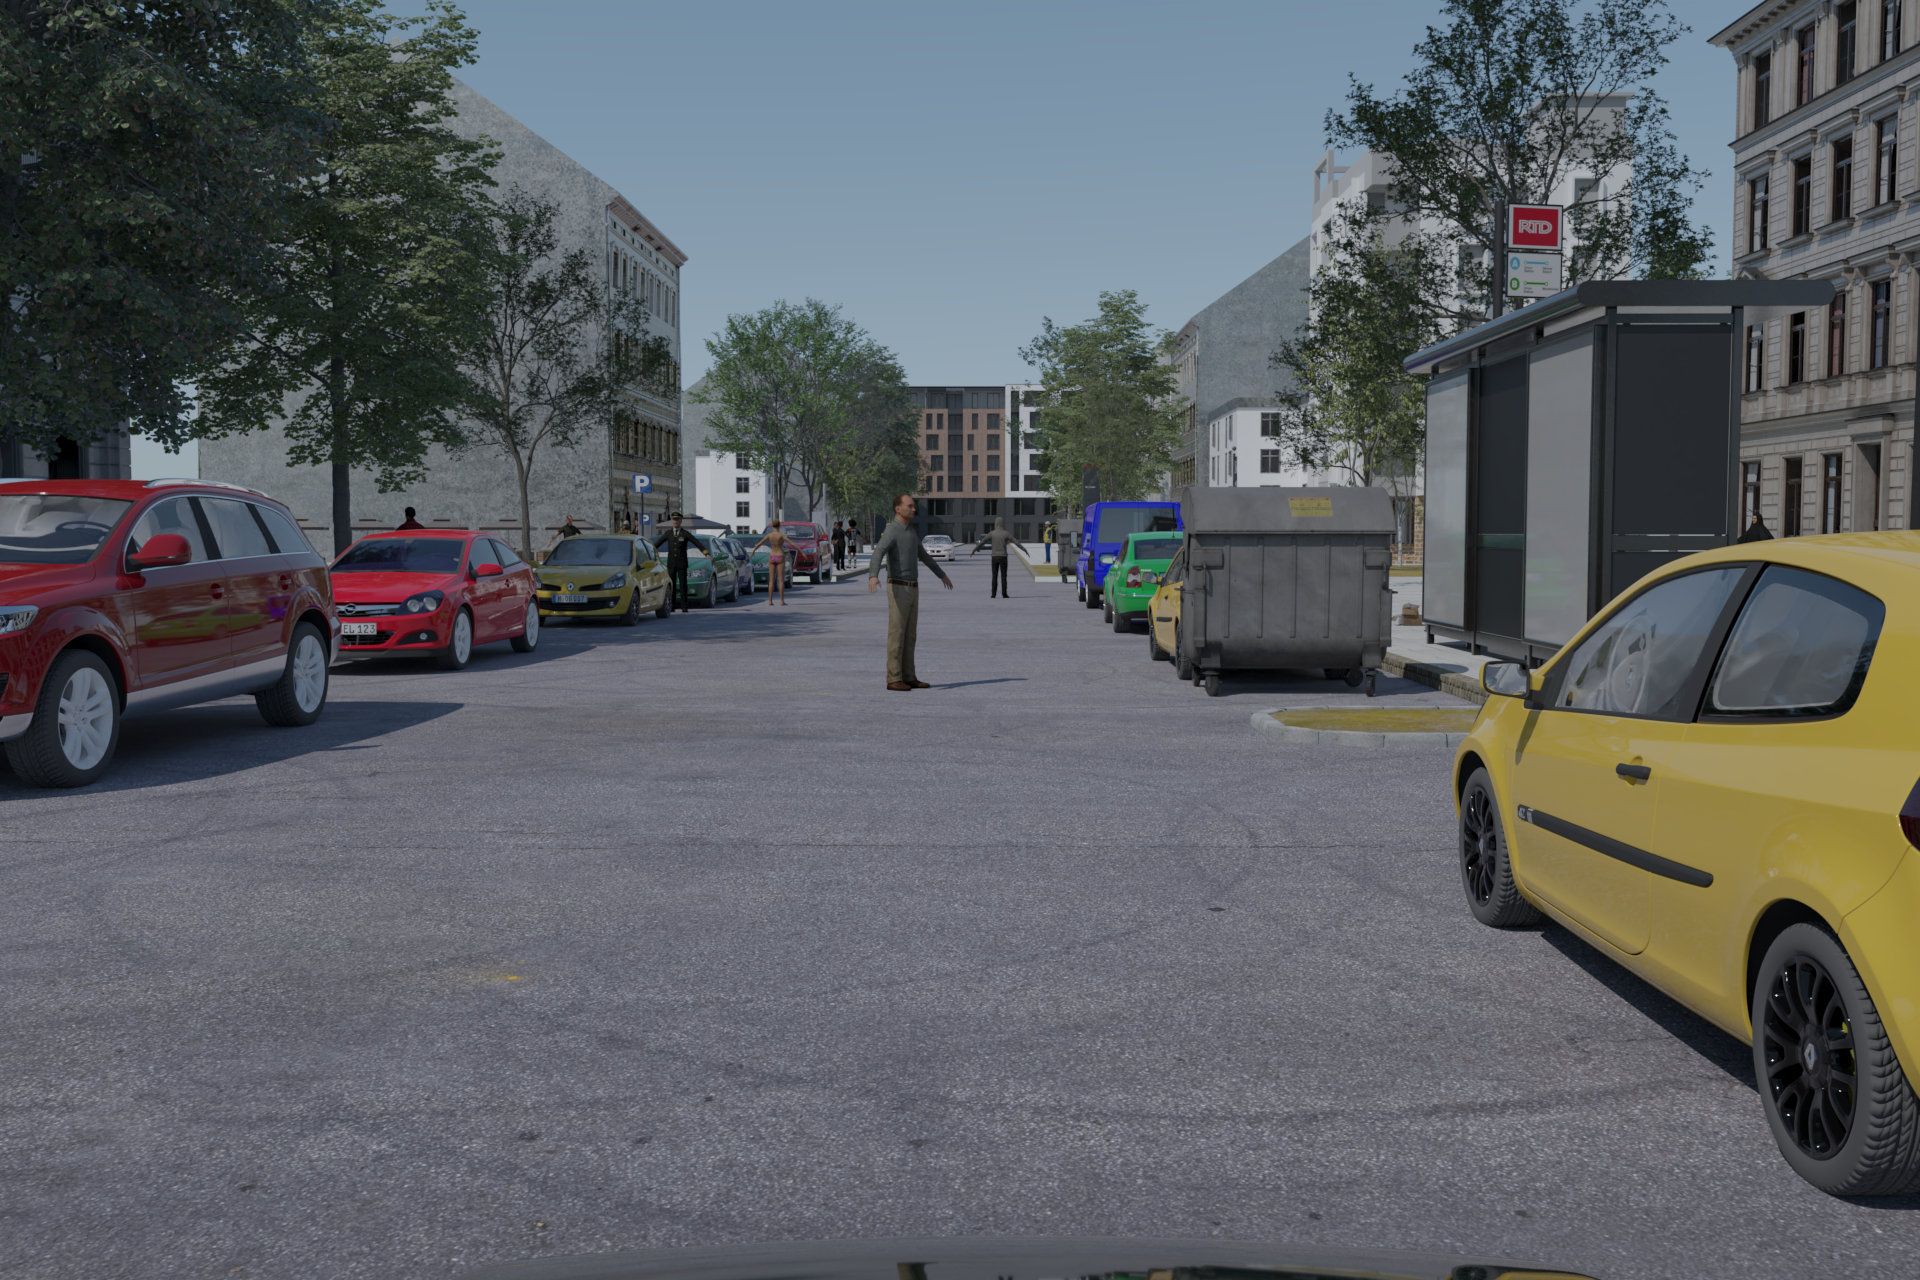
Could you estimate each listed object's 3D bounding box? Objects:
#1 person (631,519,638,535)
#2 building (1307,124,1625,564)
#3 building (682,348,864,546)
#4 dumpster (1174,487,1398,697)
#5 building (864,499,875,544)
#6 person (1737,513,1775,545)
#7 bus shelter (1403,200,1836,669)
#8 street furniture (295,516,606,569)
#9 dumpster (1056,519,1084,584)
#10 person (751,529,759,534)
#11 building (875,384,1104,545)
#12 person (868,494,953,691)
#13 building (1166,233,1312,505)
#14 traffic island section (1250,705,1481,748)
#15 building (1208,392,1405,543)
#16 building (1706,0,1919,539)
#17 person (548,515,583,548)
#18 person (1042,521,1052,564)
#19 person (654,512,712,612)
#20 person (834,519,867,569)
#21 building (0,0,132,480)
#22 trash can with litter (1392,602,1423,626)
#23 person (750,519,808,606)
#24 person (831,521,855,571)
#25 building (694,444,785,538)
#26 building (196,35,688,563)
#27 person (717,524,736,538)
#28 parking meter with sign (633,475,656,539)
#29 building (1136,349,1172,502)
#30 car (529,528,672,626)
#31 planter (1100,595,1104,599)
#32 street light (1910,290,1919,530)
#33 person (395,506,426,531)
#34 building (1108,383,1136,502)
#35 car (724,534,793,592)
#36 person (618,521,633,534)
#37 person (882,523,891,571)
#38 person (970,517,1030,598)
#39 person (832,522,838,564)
[{"bbox_3d":[-11.113,-3.277,59.762,1.347,1.806,0.705,3,4,36],"label":"person"},{"bbox_3d":[22.791,-14.078,86.603,16.016,20.090,11.380,0,4,1],"label":"building"},{"bbox_3d":[-20.977,-22.478,198.448,19.493,23.208,18.063,0,4,1],"label":"building"},{"bbox_3d":[2.926,-0.459,15.724,1.865,1.857,1.264,0,4,1],"label":"dumpster"},{"bbox_3d":[-20.860,-23.822,220.417,19.493,23.208,18.063,0,4,2],"label":"building"},{"bbox_3d":[17.236,-1.887,37.640,0.721,1.737,1.214,-2,4,-23],"label":"person"},{"bbox_3d":[6.225,-2.507,18.625,2.179,5.291,8.768,0,4,1],"label":"bus shelter"},{"bbox_3d":[-26.798,-3.424,61.015,27.439,1.986,14.083,0,4,-5],"label":"street furniture"},{"bbox_3d":[3.743,-2.585,50.475,1.865,1.857,1.264,0,4,0],"label":"dumpster"},{"bbox_3d":[-6.672,-2.839,55.681,0.599,1.433,0.991,2,4,25],"label":"person"},{"bbox_3d":[4.033,-24.557,247.940,32.646,21.610,27.936,0,3,0],"label":"building"},{"bbox_3d":[-0.500,-0.442,15.948,0.705,1.796,1.348,2,4,31],"label":"person"},{"bbox_3d":[26.058,-18.323,130.510,19.493,23.208,18.063,0,4,1],"label":"building"},{"bbox_3d":[3.167,0.627,12.614,1.991,0.108,1.994,0,4,1],"label":"traffic island section"},{"bbox_3d":[21.431,-10.049,106.453,9.099,9.664,28.070,0,4,1],"label":"building"},{"bbox_3d":[27.958,-11.020,43.801,10.561,19.211,19.286,0,4,1],"label":"building"},{"bbox_3d":[-10.741,-2.539,47.731,1.348,1.803,0.705,-2,4,-33],"label":"person"},{"bbox_3d":[3.778,-4.229,75.106,0.705,1.833,1.349,0,4,-5],"label":"person"},{"bbox_3d":[-5.171,-1.424,31.668,1.347,1.837,0.705,0,4,5],"label":"person"},{"bbox_3d":[-4.036,-3.569,64.493,1.345,1.843,0.704,-2,4,-32],"label":"person"},{"bbox_3d":[-29.508,-12.002,36.898,13.314,22.015,24.055,0,4,2],"label":"building"},{"bbox_3d":[6.605,-0.783,24.195,1.055,1.170,0.624,0,4,2],"label":"trash can with litter"},{"bbox_3d":[-3.655,-1.563,34.807,1.217,1.733,0.721,1,4,14],"label":"person"},{"bbox_3d":[-4.136,-3.315,60.920,1.216,1.740,0.721,3,5,42],"label":"person"},{"bbox_3d":[-21.999,-14.122,173.049,9.099,9.664,28.070,0,4,1],"label":"building"},{"bbox_3d":[-24.700,-15.600,85.983,19.493,23.208,18.063,0,4,1],"label":"building"},{"bbox_3d":[-12.214,-5.210,91.375,1.347,1.806,0.705,-1,4,-16],"label":"person"},{"bbox_3d":[-9.295,-3.385,51.609,0.543,3.016,1.738,0,4,1],"label":"parking meter with sign"},{"bbox_3d":[27.304,-18.813,174.049,16.747,18.905,31.486,0,4,1],"label":"building"},{"bbox_3d":[-5.838,-1.095,28.122,2.015,1.641,3.980,0,4,2],"label":"car"},{"bbox_3d":[3.786,-1.081,38.818,1.991,0.319,1.994,0,4,1],"label":"planter"},{"bbox_3d":[6.528,-2.334,10.703,1.470,5.913,1.316,0,4,1],"label":"street light"},{"bbox_3d":[-10.664,-1.680,33.579,0.704,1.816,1.345,3,5,42],"label":"person"},{"bbox_3d":[26.927,-22.568,199.916,19.493,23.208,18.063,0,4,1],"label":"building"},{"bbox_3d":[-5.372,-1.997,44.444,2.131,1.459,4.920,0,4,1],"label":"car"},{"bbox_3d":[-14.119,-4.131,73.315,1.354,1.858,0.705,0,4,-6],"label":"person"},{"bbox_3d":[-2.715,-3.593,66.986,0.705,1.856,1.354,-1,4,-12],"label":"person"},{"bbox_3d":[0.887,-1.842,38.694,1.348,1.813,0.705,1,4,8],"label":"person"},{"bbox_3d":[-5.284,-4.160,74.239,0.704,1.802,1.346,1,4,14],"label":"person"}]
